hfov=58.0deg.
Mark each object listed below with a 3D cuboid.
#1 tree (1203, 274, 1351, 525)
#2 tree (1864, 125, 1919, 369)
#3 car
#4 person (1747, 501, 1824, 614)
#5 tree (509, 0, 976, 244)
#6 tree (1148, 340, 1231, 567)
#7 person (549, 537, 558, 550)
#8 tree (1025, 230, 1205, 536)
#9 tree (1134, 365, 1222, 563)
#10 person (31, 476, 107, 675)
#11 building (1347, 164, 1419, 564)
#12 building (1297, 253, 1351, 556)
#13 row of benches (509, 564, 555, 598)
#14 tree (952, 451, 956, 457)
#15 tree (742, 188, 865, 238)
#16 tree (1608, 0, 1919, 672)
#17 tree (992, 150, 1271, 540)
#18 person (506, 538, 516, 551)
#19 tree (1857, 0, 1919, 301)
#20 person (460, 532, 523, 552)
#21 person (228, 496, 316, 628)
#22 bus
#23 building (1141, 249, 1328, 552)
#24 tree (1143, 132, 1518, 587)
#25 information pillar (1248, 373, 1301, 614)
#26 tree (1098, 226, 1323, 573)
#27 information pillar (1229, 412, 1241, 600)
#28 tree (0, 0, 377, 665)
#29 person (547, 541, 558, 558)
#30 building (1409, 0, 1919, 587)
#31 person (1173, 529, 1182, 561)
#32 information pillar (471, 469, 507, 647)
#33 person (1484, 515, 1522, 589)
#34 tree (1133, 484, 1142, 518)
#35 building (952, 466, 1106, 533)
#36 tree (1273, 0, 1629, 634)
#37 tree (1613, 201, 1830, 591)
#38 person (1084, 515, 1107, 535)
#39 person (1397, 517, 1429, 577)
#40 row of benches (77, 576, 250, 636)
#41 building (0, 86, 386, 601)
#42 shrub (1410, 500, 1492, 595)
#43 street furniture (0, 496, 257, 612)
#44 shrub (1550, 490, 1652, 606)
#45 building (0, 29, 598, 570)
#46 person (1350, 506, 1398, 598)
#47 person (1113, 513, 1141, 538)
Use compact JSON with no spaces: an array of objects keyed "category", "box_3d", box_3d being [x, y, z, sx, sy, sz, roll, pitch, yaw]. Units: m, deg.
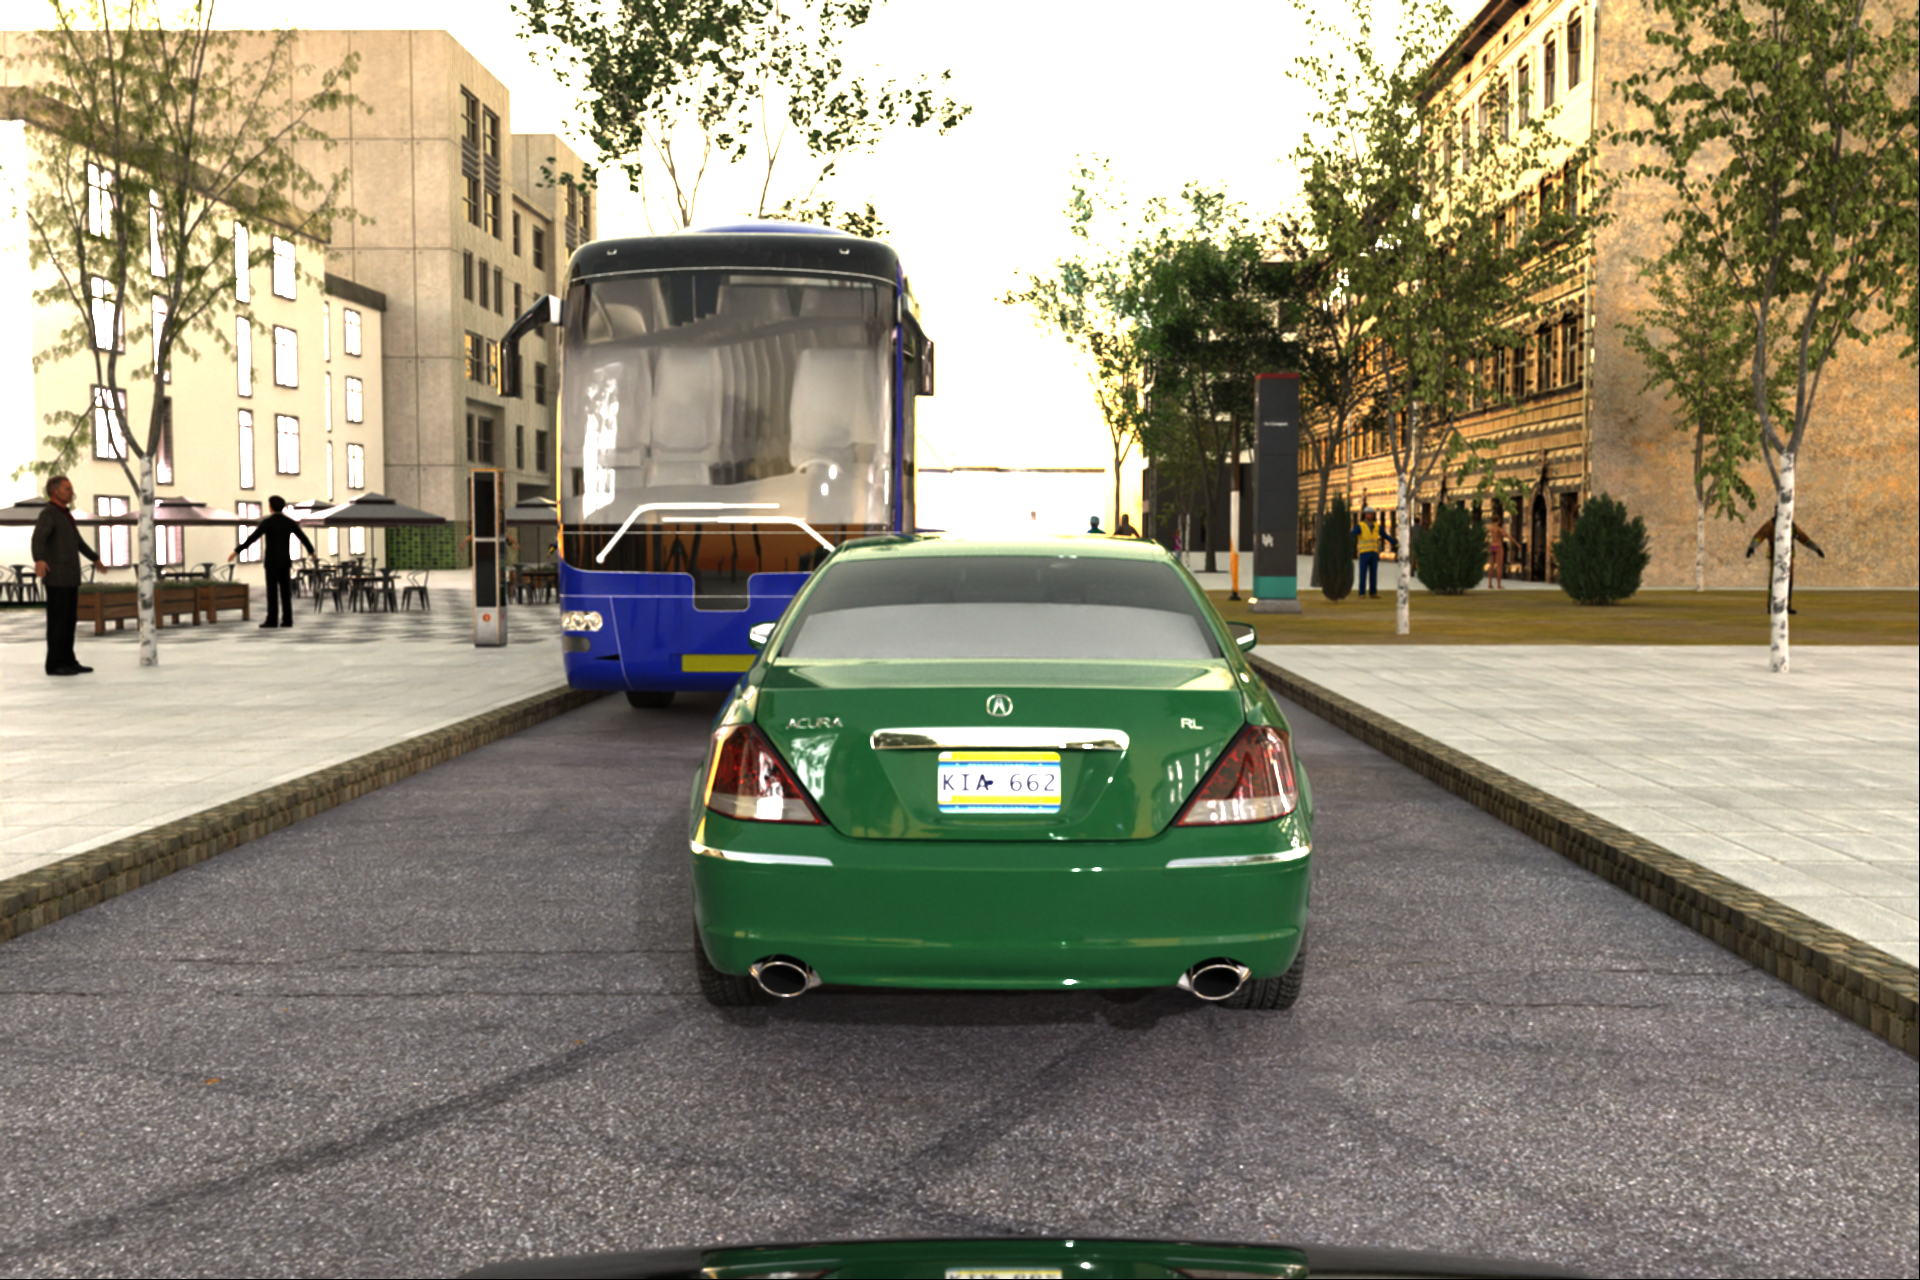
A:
[{"category":"tree","box_3d":[8.437,-6.043,49.161,4.360,8.622,3.978,0,3,0]},{"category":"tree","box_3d":[16.650,-4.744,27.930,4.737,8.622,4.395,0,3,0]},{"category":"car","box_3d":[0.158,0.314,6.667,2.131,1.459,4.920,0,4,1]},{"category":"person","box_3d":[13.191,-1.346,27.780,1.354,1.858,0.705,-1,4,-10]},{"category":"tree","box_3d":[-6.304,-11.821,49.170,12.611,20.169,13.585,0,3,0]},{"category":"tree","box_3d":[8.836,-7.106,66.544,4.737,8.622,4.395,0,3,0]},{"category":"person","box_3d":[-8.932,-2.123,40.486,1.354,1.856,0.705,-1,4,-19]},{"category":"tree","box_3d":[11.190,-15.318,106.342,12.611,20.169,13.585,0,3,0]},{"category":"tree","box_3d":[9.431,-7.523,73.366,4.360,8.622,3.978,0,3,0]},{"category":"person","box_3d":[-8.194,-0.592,15.853,0.705,1.807,1.348,0,4,-5]},{"category":"building","box_3d":[28.629,-15.107,77.931,19.493,23.208,18.063,0,4,2]},{"category":"building","box_3d":[29.821,-16.325,97.843,19.493,23.208,18.063,0,4,2]},{"category":"row of benches","box_3d":[-7.717,-1.292,36.587,1.422,0.672,4.104,2,4,35]},{"category":"tree","box_3d":[-5.268,-12.184,109.570,12.009,13.543,11.850,0,3,0]},{"category":"tree","box_3d":[-7.090,-9.678,64.886,9.857,13.997,8.962,0,3,0]},{"category":"tree","box_3d":[7.851,-4.012,15.963,4.737,8.622,4.395,0,3,0]},{"category":"tree","box_3d":[8.391,-14.127,86.858,12.611,20.169,13.585,0,3,0]},{"category":"person","box_3d":[-10.404,-2.022,38.989,0.705,1.837,1.347,-3,5,-41]},{"category":"tree","box_3d":[13.032,-4.380,21.973,4.360,8.622,3.978,0,3,0]},{"category":"person","box_3d":[-10.189,-1.940,37.571,1.347,1.847,0.705,0,4,-3]},{"category":"person","box_3d":[-9.374,-1.074,23.748,0.705,1.806,1.347,2,4,33]},{"category":"bus","box_3d":[-1.488,-1.587,17.499,2.896,3.916,12.251,0,4,1]},{"category":"building","box_3d":[28.594,-18.156,140.817,27.936,21.610,32.646,0,4,2]},{"category":"tree","box_3d":[8.575,-6.536,41.269,8.767,10.594,7.601,0,4,5]},{"category":"information pillar","box_3d":[5.138,-2.374,28.194,0.750,3.857,0.750,0,4,1]},{"category":"tree","box_3d":[8.438,-8.065,57.619,9.928,11.665,9.643,0,3,0]},{"category":"information pillar","box_3d":[5.342,-2.586,33.640,0.183,3.616,0.504,0,4,0]},{"category":"tree","box_3d":[-7.983,-4.044,16.483,4.360,8.622,3.978,0,3,0]},{"category":"person","box_3d":[-5.654,-1.216,26.350,1.216,1.772,0.721,-1,4,-17]},{"category":"building","box_3d":[24.679,-13.407,50.125,19.493,23.208,18.063,0,4,2]},{"category":"person","box_3d":[7.196,-2.904,56.743,0.599,1.433,0.991,0,4,5]},{"category":"information pillar","box_3d":[-5.349,-0.929,19.687,0.304,2.012,0.304,0,4,2]},{"category":"person","box_3d":[12.636,-2.072,40.678,0.721,1.733,1.217,-3,4,-38]},{"category":"tree","box_3d":[23.732,-16.012,212.165,4.360,8.622,3.978,0,3,0]},{"category":"building","box_3d":[4.117,-16.579,215.673,28.070,9.664,9.099,0,4,-6]},{"category":"tree","box_3d":[5.788,-4.370,21.815,4.737,8.622,4.395,0,3,0]},{"category":"tree","box_3d":[16.940,-5.409,38.800,4.737,8.622,4.395,0,3,0]},{"category":"person","box_3d":[2.767,-1.668,35.850,1.347,1.817,0.704,-1,4,-21]},{"category":"person","box_3d":[13.732,-2.797,52.000,1.348,1.796,0.705,2,4,35]},{"category":"row of benches","box_3d":[-11.037,-0.507,23.746,1.422,0.672,4.104,0,4,4]},{"category":"building","box_3d":[-21.442,-6.404,46.860,9.099,9.664,28.070,0,4,2]},{"category":"shrub","box_3d":[10.375,-1.967,36.585,1.690,2.028,1.600,0,3,0]},{"category":"street furniture","box_3d":[-26.139,-1.264,25.694,27.439,1.986,14.083,0,4,-4]},{"category":"shrub","box_3d":[11.541,-1.661,31.200,1.661,2.075,1.752,0,3,0]},{"category":"building","box_3d":[-26.161,-12.866,76.811,16.747,18.905,31.486,0,4,1]},{"category":"person","box_3d":[8.152,-1.745,34.499,1.349,1.833,0.705,-1,4,-13]},{"category":"person","box_3d":[4.194,-2.329,44.208,1.348,1.813,0.705,-2,4,-32]}]
